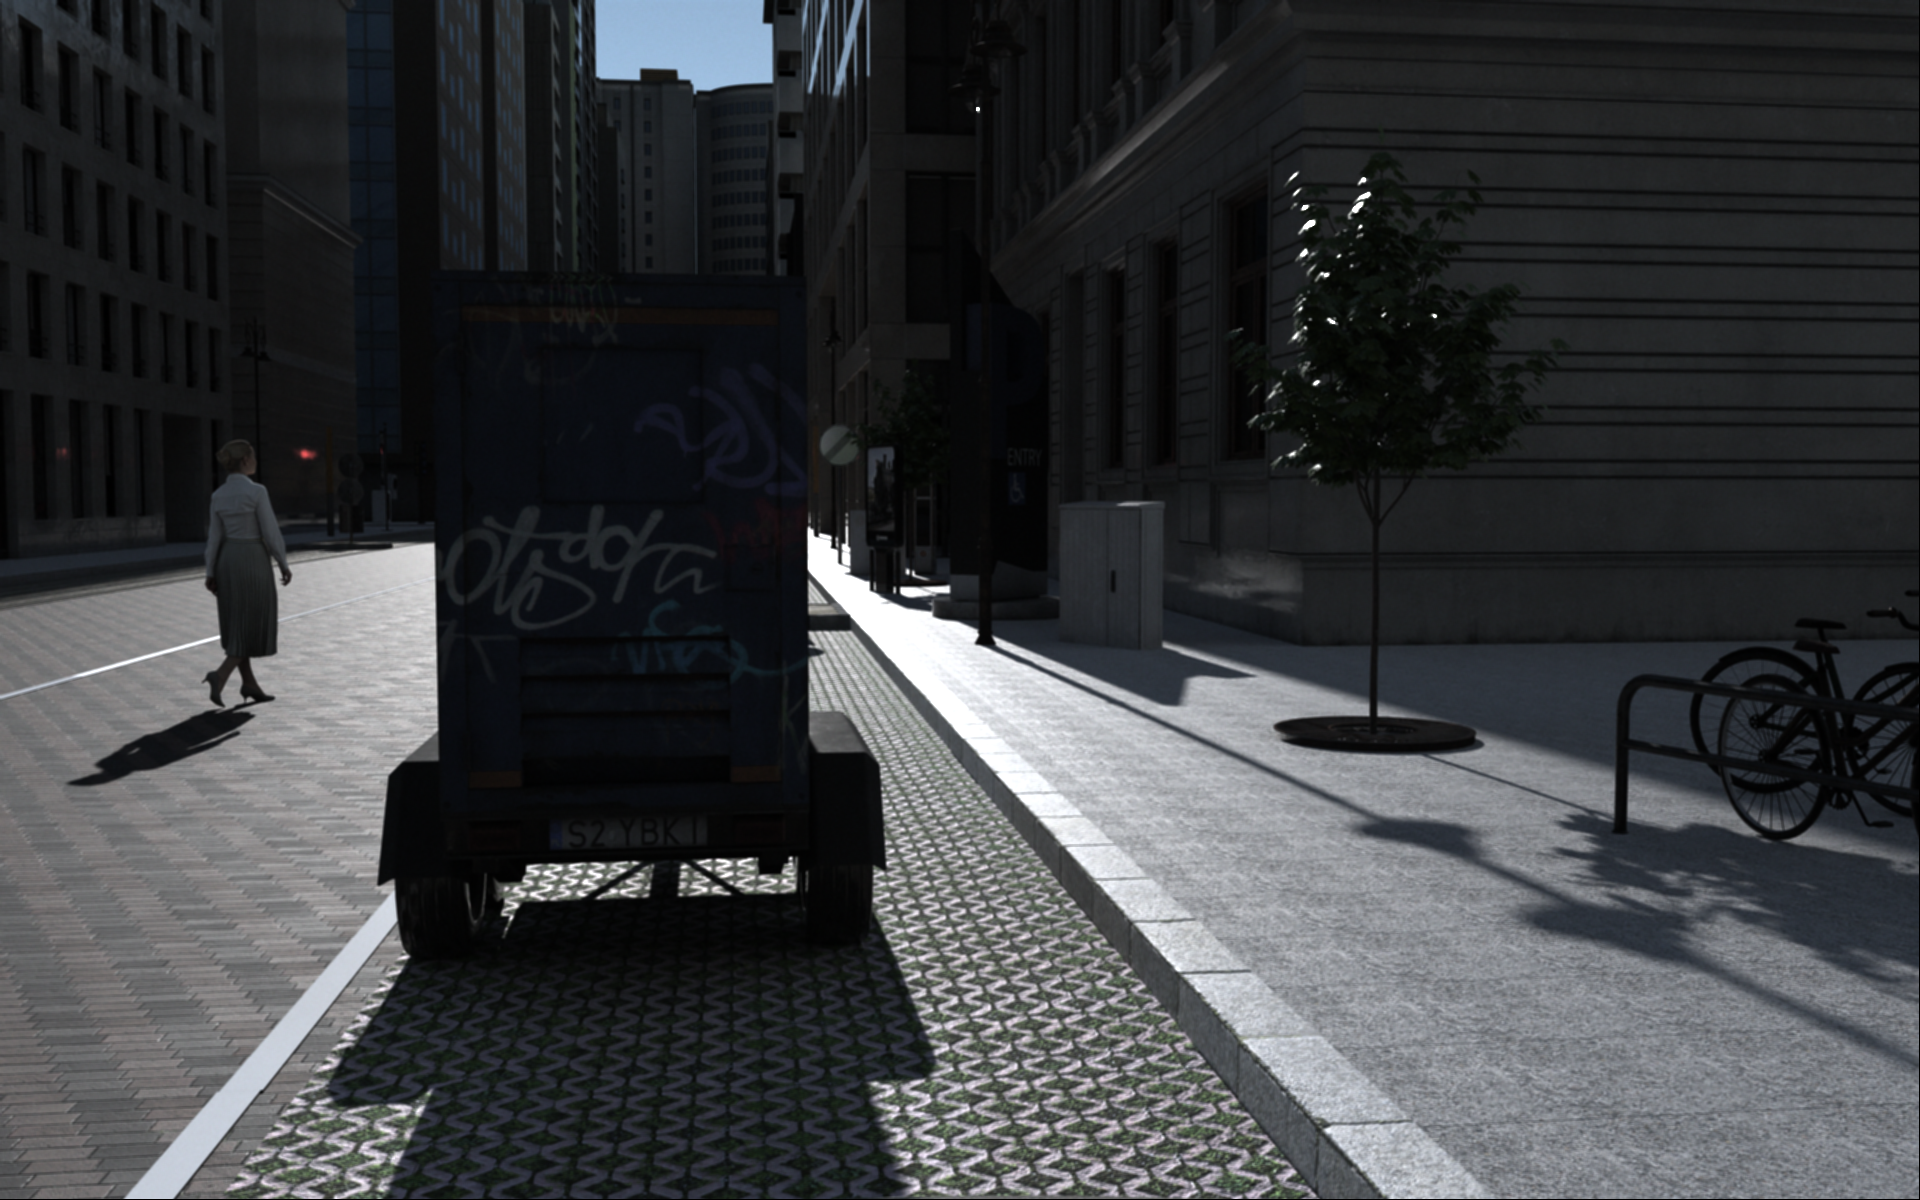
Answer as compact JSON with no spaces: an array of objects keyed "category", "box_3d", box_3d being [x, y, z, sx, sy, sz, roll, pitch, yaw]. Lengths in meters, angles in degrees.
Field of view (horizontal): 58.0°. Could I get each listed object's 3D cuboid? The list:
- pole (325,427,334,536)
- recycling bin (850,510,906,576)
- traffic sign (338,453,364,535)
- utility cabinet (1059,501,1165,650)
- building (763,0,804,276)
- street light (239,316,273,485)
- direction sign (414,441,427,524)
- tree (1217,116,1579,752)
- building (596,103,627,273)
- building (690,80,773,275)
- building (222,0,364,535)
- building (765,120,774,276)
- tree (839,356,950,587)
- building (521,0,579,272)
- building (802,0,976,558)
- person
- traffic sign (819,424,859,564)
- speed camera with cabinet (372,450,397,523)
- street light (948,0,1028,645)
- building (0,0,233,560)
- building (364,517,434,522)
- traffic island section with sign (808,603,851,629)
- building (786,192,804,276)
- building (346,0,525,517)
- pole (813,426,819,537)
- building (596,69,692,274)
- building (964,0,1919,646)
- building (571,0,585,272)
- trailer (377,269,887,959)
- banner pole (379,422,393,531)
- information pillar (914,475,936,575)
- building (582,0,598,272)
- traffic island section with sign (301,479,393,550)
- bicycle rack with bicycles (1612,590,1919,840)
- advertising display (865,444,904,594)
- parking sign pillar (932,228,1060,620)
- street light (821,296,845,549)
[{"category":"pole","box_3d":[-19.092,-3.585,52.457,0.158,3.312,0.155,0,3,0]},{"category":"recycling bin","box_3d":[-1.304,-0.919,27.580,0.722,1.027,0.722,1,4,17]},{"category":"traffic sign","box_3d":[-19.093,-3.316,54.326,0.768,2.556,0.104,0,4,-6]},{"category":"utility cabinet","box_3d":[1.269,-0.216,14.690,0.306,1.237,1.020,-3,4,-37]},{"category":"building","box_3d":[-4.298,-35.395,167.943,28.713,52.752,27.495,0,4,-7]},{"category":"street light","box_3d":[-18.299,-4.425,45.144,0.468,5.910,1.993,0,4,-7]},{"category":"direction sign","box_3d":[-23.165,-5.041,74.412,0.876,3.537,0.379,3,4,39]},{"category":"tree","box_3d":[2.054,-0.877,8.949,1.663,3.219,1.824,0,3,0]},{"category":"building","box_3d":[-51.876,-35.914,210.890,21.600,48.544,21.300,0,4,-7]},{"category":"building","box_3d":[-23.131,-43.051,245.880,28.212,58.520,21.231,0,4,-7]},{"category":"building","box_3d":[-31.565,-16.610,57.475,20.117,28.700,13.634,0,4,-7]},{"category":"building","box_3d":[-13.232,-36.212,215.775,21.300,48.544,21.600,0,4,-7]},{"category":"tree","box_3d":[-0.579,-1.819,24.336,1.663,3.219,1.824,0,3,0]},{"category":"building","box_3d":[-37.908,-27.716,136.749,14.154,41.232,14.086,0,4,-7]},{"category":"building","box_3d":[5.594,-15.121,51.742,19.350,26.468,34.151,0,4,-7]},{"category":"person","box_3d":[-4.883,-0.183,11.721,0.478,1.798,0.641,2,4,28]},{"category":"traffic sign","box_3d":[-2.207,-1.937,31.783,0.768,2.556,0.104,0,4,-7]},{"category":"speed camera with cabinet","box_3d":[-25.482,-5.038,76.701,0.660,3.252,2.038,0,4,-3]},{"category":"street light","box_3d":[0.216,-2.558,14.617,0.468,5.910,1.993,0,4,-7]},{"category":"building","box_3d":[-24.480,-11.279,39.169,10.420,20.320,16.860,0,4,-7]},{"category":"building","box_3d":[-31.384,-26.553,84.247,14.600,45.320,14.200,0,4,-7]},{"category":"traffic island section with sign","box_3d":[-2.254,-0.638,19.066,1.989,1.847,2.006,0,4,-7]},{"category":"building","box_3d":[-4.412,-17.046,108.388,12.332,23.373,15.834,0,4,-7]},{"category":"building","box_3d":[-36.762,-28.402,114.489,14.600,45.320,14.200,0,4,-7]},{"category":"pole","box_3d":[-4.317,-3.553,51.940,0.158,3.312,0.155,0,3,0]},{"category":"building","box_3d":[-51.121,-42.835,242.351,28.212,58.520,21.231,0,4,-7]},{"category":"building","box_3d":[6.558,-11.499,24.158,11.583,22.565,21.152,0,4,-7]},{"category":"building","box_3d":[-45.673,-51.929,161.718,22.319,86.520,31.000,0,4,-7]},{"category":"trailer","box_3d":[-1.148,0.038,6.435,1.471,1.999,3.904,-1,4,-8]},{"category":"banner pole","box_3d":[-19.964,-4.282,60.028,0.401,3.779,0.863,0,4,-1]},{"category":"information pillar","box_3d":[-0.552,-1.411,27.560,0.304,2.012,0.304,1,4,12]},{"category":"building","box_3d":[-48.113,-45.928,189.177,20.563,71.187,20.611,0,4,-7]},{"category":"traffic island section with sign","box_3d":[-15.883,-2.226,45.026,1.989,1.847,2.006,0,4,-7]},{"category":"bicycle rack with bicycles","box_3d":[3.714,0.436,6.259,2.852,0.926,2.925,-1,4,-21]},{"category":"advertising display","box_3d":[-0.984,-1.060,22.549,0.123,1.923,0.974,-2,4,-26]},{"category":"parking sign pillar","box_3d":[0.423,-1.817,18.173,1.447,3.967,1.447,2,4,33]},{"category":"street light","box_3d":[-2.976,-4.150,40.648,0.468,5.910,1.993,0,4,-7]}]
